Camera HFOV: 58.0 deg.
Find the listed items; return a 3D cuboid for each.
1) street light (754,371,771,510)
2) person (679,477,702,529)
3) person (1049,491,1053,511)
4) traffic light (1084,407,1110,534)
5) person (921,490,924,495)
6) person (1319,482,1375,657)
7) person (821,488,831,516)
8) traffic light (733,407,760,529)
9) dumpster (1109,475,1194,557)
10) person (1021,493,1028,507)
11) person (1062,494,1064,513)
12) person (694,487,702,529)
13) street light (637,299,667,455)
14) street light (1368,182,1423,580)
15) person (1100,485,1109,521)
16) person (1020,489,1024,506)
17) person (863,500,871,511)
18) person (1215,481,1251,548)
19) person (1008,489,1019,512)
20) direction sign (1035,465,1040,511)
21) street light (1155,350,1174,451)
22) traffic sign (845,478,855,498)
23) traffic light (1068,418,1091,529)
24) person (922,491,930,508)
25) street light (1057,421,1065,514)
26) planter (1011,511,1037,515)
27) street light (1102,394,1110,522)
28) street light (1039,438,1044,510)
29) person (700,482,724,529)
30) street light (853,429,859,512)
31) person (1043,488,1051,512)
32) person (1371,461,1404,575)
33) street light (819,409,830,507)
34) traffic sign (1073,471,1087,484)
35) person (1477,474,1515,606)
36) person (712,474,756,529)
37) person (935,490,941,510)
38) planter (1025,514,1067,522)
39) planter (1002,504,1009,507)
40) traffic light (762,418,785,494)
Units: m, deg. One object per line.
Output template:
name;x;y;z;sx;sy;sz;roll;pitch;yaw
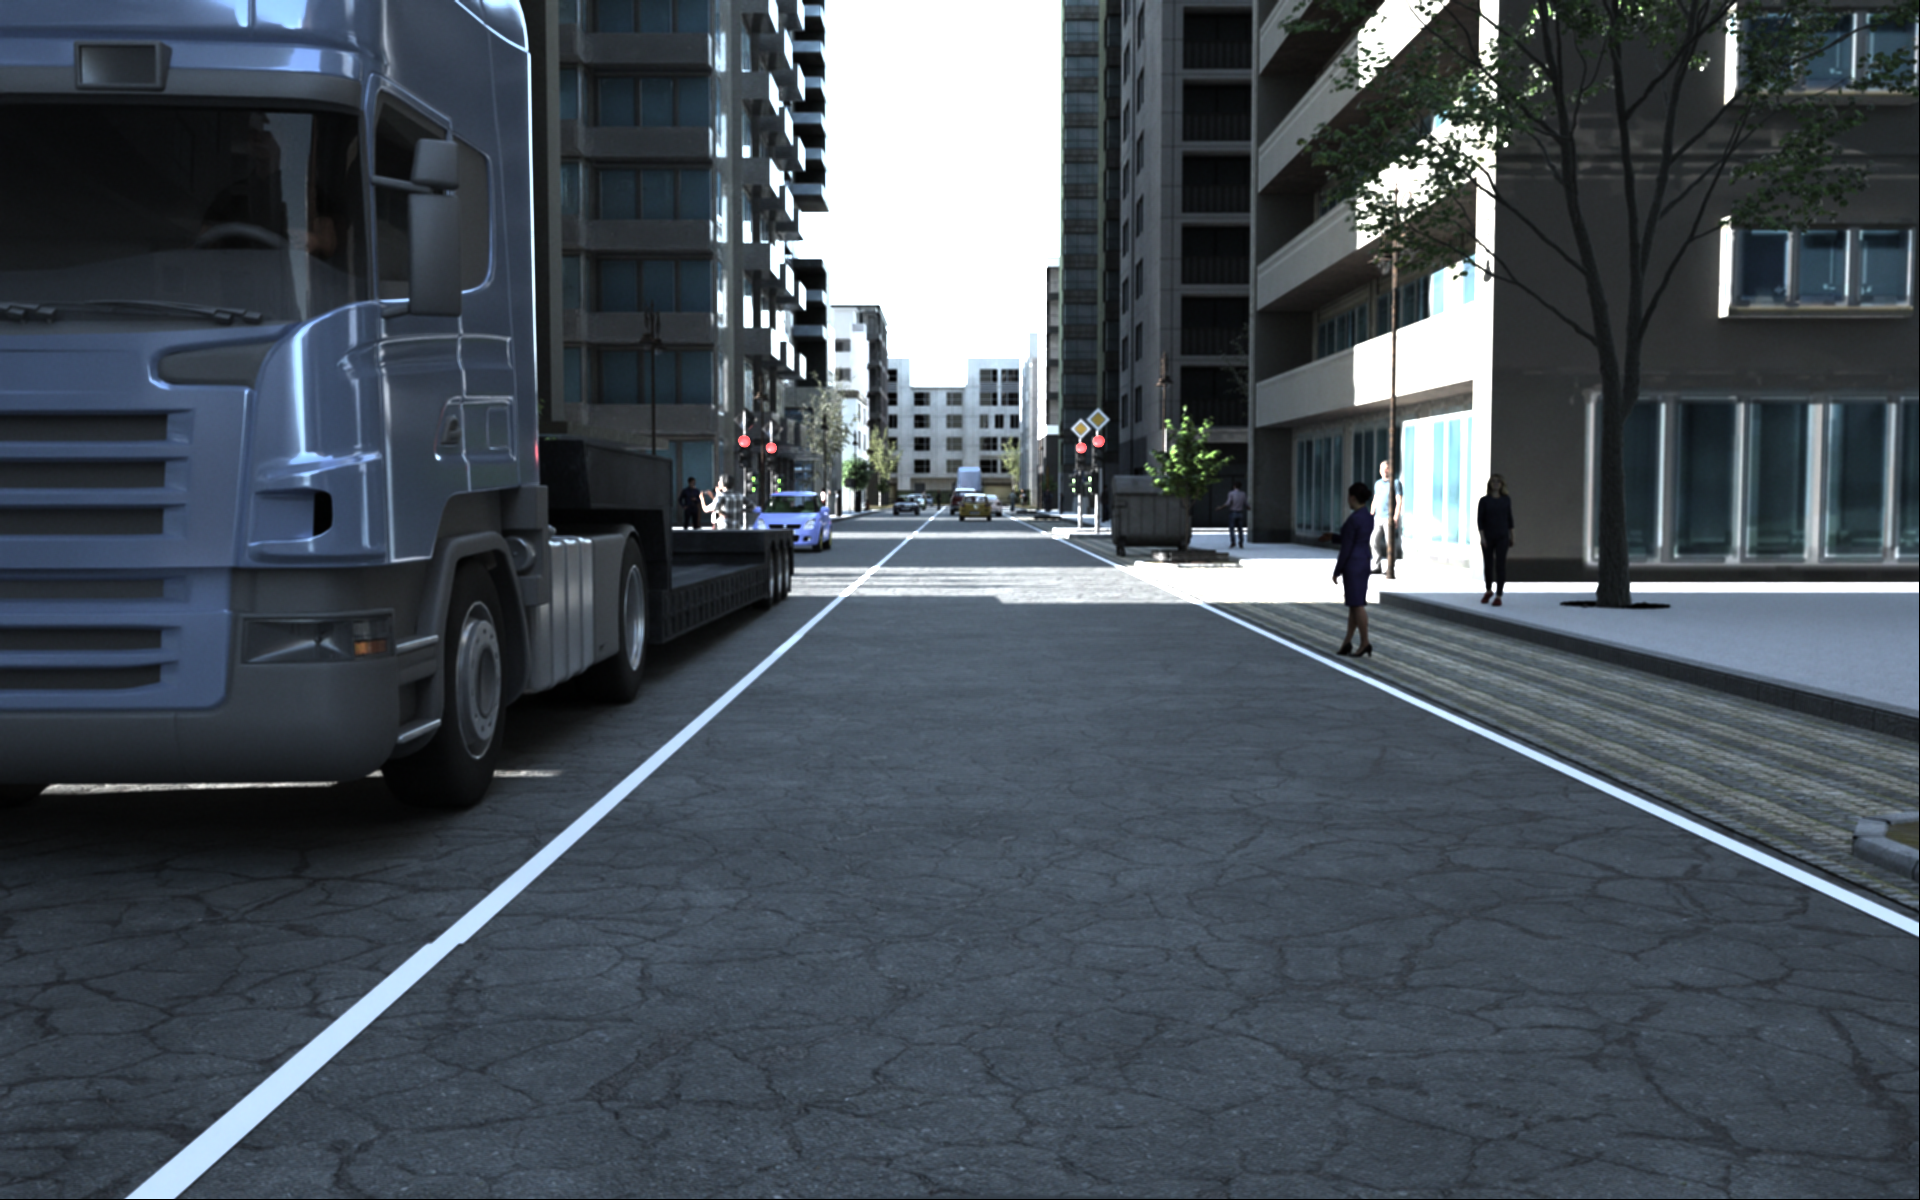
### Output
street light;-7.395;-5.633;64.884;0.468;5.910;1.993;0;3;0
person;-7.380;-2.500;47.618;0.576;1.737;0.504;-3;4;-37
person;6.989;-7.723;134.533;0.429;1.552;0.499;-1;4;-16
traffic light;4.452;-4.114;56.190;0.839;4.253;0.868;0;3;0
person;-3.872;-10.838;185.723;1.348;1.821;0.705;2;4;33
person;3.371;-0.266;15.227;0.546;1.535;0.453;2;4;24
person;-7.994;-5.864;103.377;0.566;1.644;0.517;-1;4;-11
traffic light;-6.929;-4.113;56.172;0.839;4.253;0.868;0;3;0
dumpster;4.381;-1.926;39.714;1.865;1.857;1.264;0;4;0
person;6.607;-10.355;178.530;0.799;1.438;0.628;1;4;12
person;6.852;-6.487;116.022;0.435;1.345;0.340;3;4;38
person;-9.773;-3.400;63.901;0.482;1.546;0.388;1;4;8
street light;-7.304;-4.189;41.271;0.468;5.910;1.993;0;3;0
street light;6.467;-3.245;25.842;0.468;5.910;1.993;0;3;0
person;6.907;-4.651;82.906;0.431;1.722;0.655;1;4;16
person;6.689;-10.982;185.617;0.705;1.822;1.348;1;4;16
person;-7.219;-7.257;132.979;0.859;0.850;0.655;-3;5;-45
person;6.536;-2.015;40.946;0.963;1.587;0.435;-1;4;-22
person;4.313;-8.107;141.127;0.705;1.814;1.350;-3;5;-39
direction sign;6.063;-8.727;134.677;0.379;3.537;0.876;0;4;-3
street light;6.575;-5.079;55.827;0.468;5.910;1.993;0;3;0
traffic sign;-7.084;-6.688;111.482;0.606;2.300;0.079;0;4;0
traffic light;4.450;-4.603;64.175;0.839;4.253;0.868;0;3;0
person;-3.480;-10.062;173.744;0.721;1.736;1.217;3;5;42
street light;6.380;-8.351;109.333;0.468;5.910;1.993;0;3;0
planter;4.471;-5.896;117.532;1.991;0.319;1.994;0;3;0
street light;6.524;-6.474;78.642;0.468;5.910;1.993;0;3;0
street light;6.486;-10.158;138.872;0.468;5.910;1.993;0;3;0
person;-4.002;-1.137;28.554;0.517;1.644;0.566;-1;4;-16
street light;-7.464;-9.224;123.604;0.468;5.910;1.993;0;3;0
person;6.087;-6.982;121.120;0.541;1.710;0.530;0;4;-7
person;6.709;-1.300;27.422;0.434;1.807;0.598;-2;4;-24
street light;-7.370;-7.441;94.452;0.468;5.910;1.993;0;3;0
traffic sign;6.156;-5.435;88.973;0.768;2.556;0.104;0;4;6
person;6.177;-0.703;20.081;0.480;1.512;0.613;-1;4;-9
person;-3.553;-1.073;26.766;0.841;1.734;0.376;-3;5;-44
person;-1.951;-9.028;156.135;0.705;1.821;1.348;-1;4;-18
planter;4.492;-4.186;89.581;1.991;0.319;1.994;0;3;0
planter;4.462;-10.514;193.047;1.991;0.319;1.994;0;3;0
traffic light;-6.931;-4.602;64.157;0.839;4.253;0.868;0;3;0
